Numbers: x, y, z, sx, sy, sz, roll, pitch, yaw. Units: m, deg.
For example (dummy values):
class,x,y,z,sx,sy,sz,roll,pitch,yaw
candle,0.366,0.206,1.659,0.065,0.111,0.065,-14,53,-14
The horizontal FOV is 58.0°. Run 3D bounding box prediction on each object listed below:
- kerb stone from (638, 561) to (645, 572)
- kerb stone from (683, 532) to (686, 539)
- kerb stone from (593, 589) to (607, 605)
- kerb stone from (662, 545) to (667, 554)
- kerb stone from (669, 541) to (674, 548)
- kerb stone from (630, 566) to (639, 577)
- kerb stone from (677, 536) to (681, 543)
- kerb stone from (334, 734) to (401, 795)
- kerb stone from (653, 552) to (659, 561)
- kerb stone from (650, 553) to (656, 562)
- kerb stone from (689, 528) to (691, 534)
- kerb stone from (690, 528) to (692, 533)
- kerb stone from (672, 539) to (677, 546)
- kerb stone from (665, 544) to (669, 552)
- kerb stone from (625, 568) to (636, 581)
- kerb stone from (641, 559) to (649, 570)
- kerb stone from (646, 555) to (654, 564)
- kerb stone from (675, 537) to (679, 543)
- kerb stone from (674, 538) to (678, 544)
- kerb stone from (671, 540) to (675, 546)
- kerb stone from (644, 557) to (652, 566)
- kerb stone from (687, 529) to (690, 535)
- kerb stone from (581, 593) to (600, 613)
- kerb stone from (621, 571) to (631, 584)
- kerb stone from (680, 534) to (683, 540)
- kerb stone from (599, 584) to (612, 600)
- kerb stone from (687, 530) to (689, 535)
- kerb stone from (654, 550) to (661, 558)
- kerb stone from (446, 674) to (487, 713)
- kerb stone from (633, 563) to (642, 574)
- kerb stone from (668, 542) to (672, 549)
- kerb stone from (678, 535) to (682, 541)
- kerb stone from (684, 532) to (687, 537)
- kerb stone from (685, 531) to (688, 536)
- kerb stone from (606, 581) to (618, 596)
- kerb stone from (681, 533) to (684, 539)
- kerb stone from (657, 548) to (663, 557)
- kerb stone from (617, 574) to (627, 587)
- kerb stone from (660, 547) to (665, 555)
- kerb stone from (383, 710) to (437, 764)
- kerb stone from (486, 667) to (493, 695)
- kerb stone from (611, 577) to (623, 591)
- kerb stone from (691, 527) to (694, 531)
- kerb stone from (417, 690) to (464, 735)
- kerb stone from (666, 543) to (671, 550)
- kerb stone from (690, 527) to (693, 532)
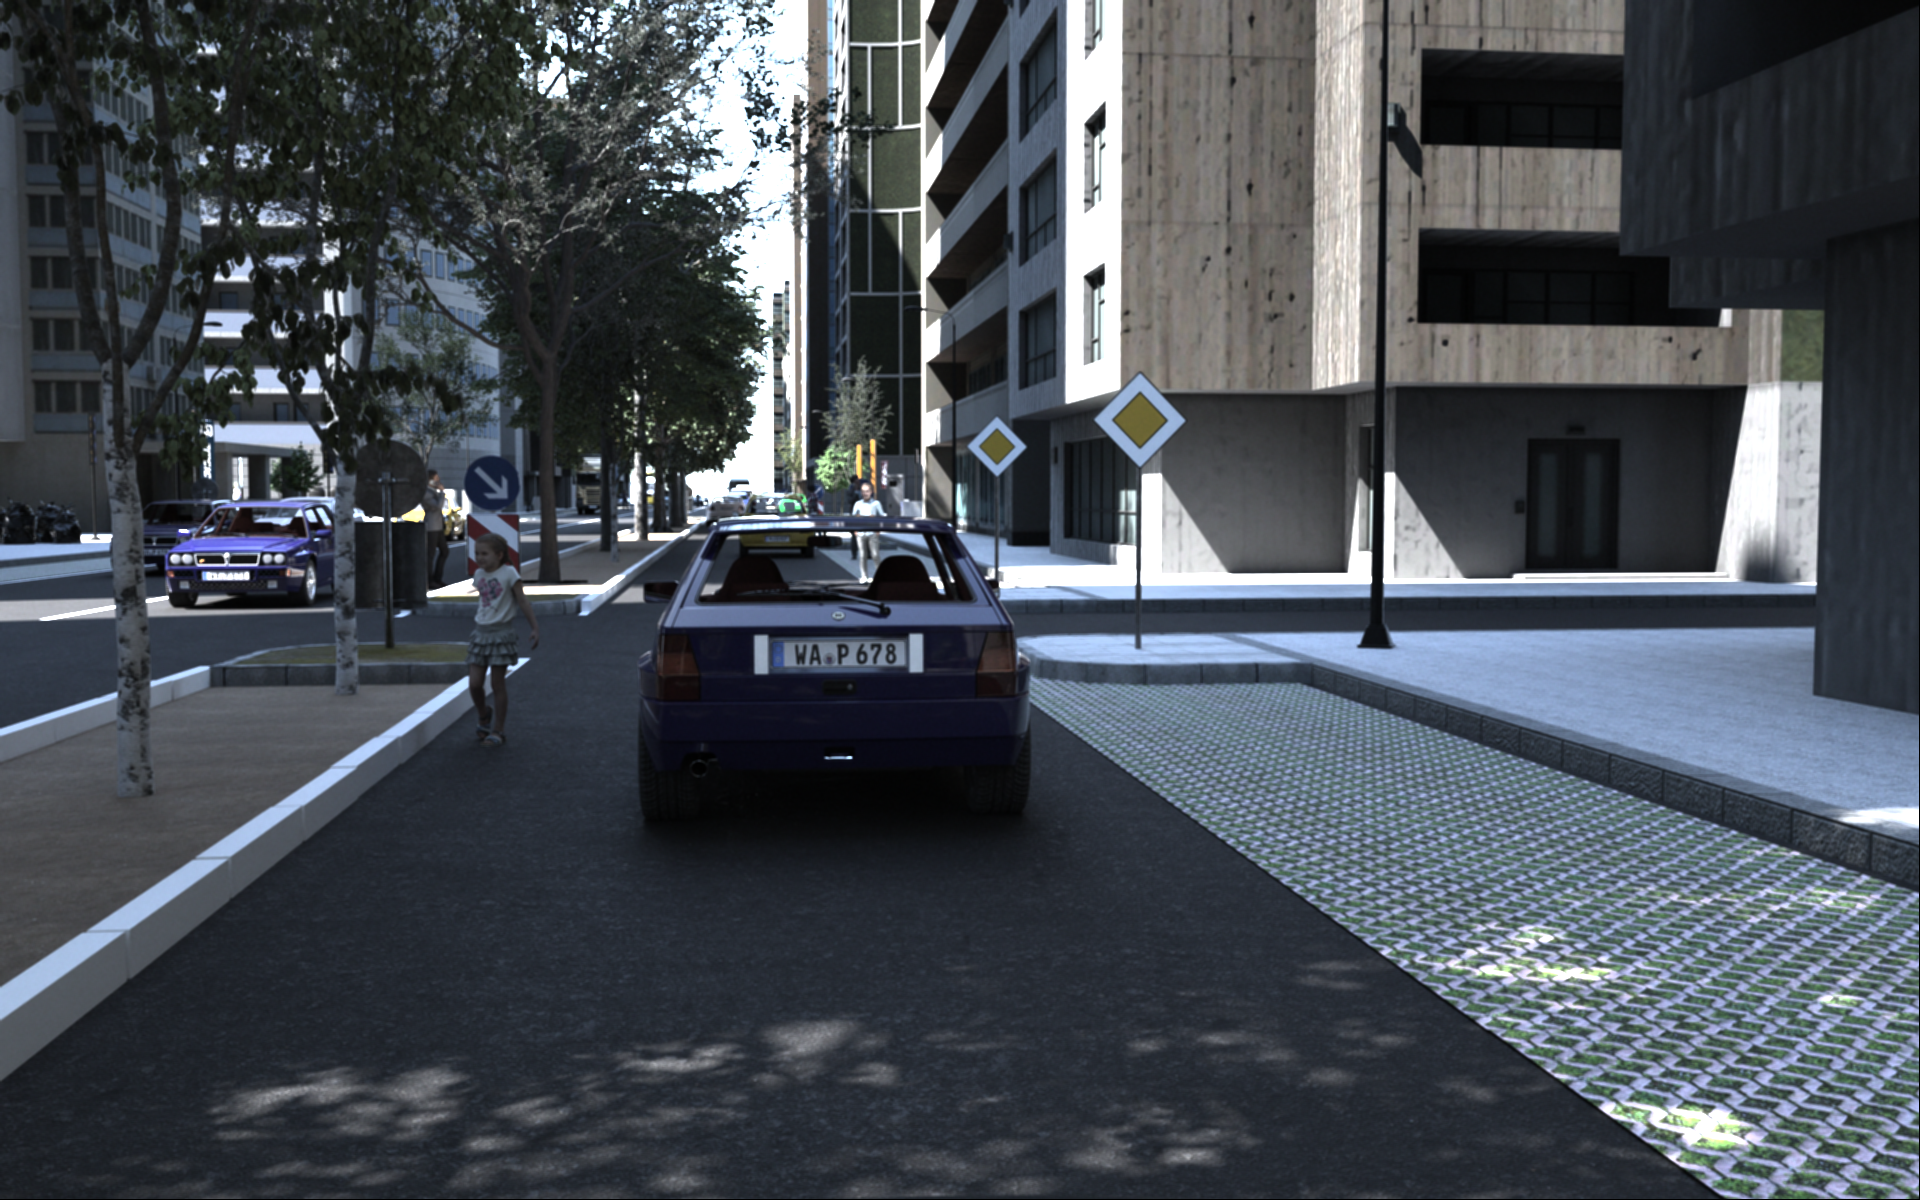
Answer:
class,x,y,z,sx,sy,sz,roll,pitch,yaw
kerb stone,-5.866,-0.573,31.557,0.120,0.150,1.000,0,4,-7
kerb stone,-8.700,-1.940,53.917,0.120,0.150,1.000,0,4,-7
kerb stone,-4.705,-0.011,22.407,0.120,0.150,1.000,0,4,-7
kerb stone,-7.021,-1.132,40.696,0.120,0.150,1.000,0,4,-7
kerb stone,-7.538,-1.381,44.769,0.120,0.150,1.000,0,4,-7
kerb stone,-5.612,-0.448,29.527,0.120,0.150,1.000,0,4,-7
kerb stone,-8.190,-1.692,49.856,0.120,0.150,1.000,0,4,-7
kerb stone,-2.964,0.828,8.651,0.120,0.150,1.000,0,4,-7
kerb stone,-6.515,-0.877,36.633,0.120,0.150,1.000,0,4,-7
kerb stone,-6.387,-0.821,35.618,0.120,0.150,1.000,0,4,-7
kerb stone,-9.471,-2.314,60.036,0.120,0.150,1.000,0,4,-7
kerb stone,-9.603,-2.375,61.049,0.120,0.150,1.000,0,4,-7
kerb stone,-7.798,-1.504,46.803,0.120,0.150,1.000,0,4,-7
kerb stone,-7.154,-1.194,41.721,0.120,0.150,1.000,0,4,-7
kerb stone,-5.473,-0.386,28.511,0.120,0.150,1.000,0,4,-7
kerb stone,-5.992,-0.629,32.571,0.120,0.150,1.000,0,4,-7
kerb stone,-6.251,-0.759,34.599,0.120,0.150,1.000,0,4,-7
kerb stone,-8.063,-1.627,48.842,0.120,0.150,1.000,0,4,-7
kerb stone,-7.928,-1.567,47.824,0.120,0.150,1.000,0,4,-7
kerb stone,-7.672,-1.443,45.789,0.120,0.150,1.000,0,4,-7
kerb stone,-6.116,-0.697,33.586,0.120,0.150,1.000,0,4,-7
kerb stone,-9.346,-2.247,59.021,0.120,0.150,1.000,0,4,-7
kerb stone,-4.575,0.049,21.389,0.120,0.150,1.000,0,4,-7
kerb stone,-5.351,-0.324,27.487,0.120,0.150,1.000,0,4,-7
kerb stone,-8.439,-1.814,51.890,0.120,0.150,1.000,0,4,-7
kerb stone,-4.836,-0.075,23.429,0.120,0.150,1.000,0,4,-7
kerb stone,-9.220,-2.190,58.003,0.120,0.150,1.000,0,4,-7
kerb stone,-6.632,-0.945,37.654,0.120,0.150,1.000,0,4,-7
kerb stone,-3.351,0.642,11.698,0.120,0.150,1.000,0,4,-7
kerb stone,-5.735,-0.511,30.543,0.120,0.150,1.000,0,4,-7
kerb stone,-7.410,-1.318,43.752,0.120,0.150,1.000,0,4,-7
kerb stone,-8.313,-1.750,50.872,0.120,0.150,1.000,0,4,-7
kerb stone,-8.832,-2.003,54.945,0.120,0.150,1.000,0,4,-7
kerb stone,-8.955,-2.066,55.967,0.120,0.150,1.000,0,4,-7
kerb stone,-4.963,-0.135,24.443,0.120,0.150,1.000,0,4,-7
kerb stone,-8.572,-1.878,52.903,0.120,0.150,1.000,0,4,-7
kerb stone,-6.771,-1.006,38.667,0.120,0.150,1.000,0,4,-7
kerb stone,-5.222,-0.262,26.473,0.120,0.150,1.000,0,4,-7
kerb stone,-6.891,-1.069,39.682,0.120,0.150,1.000,0,4,-7
kerb stone,-3.082,0.767,9.667,0.120,0.150,1.000,0,4,-7
kerb stone,-3.473,0.584,12.713,0.120,0.150,1.000,0,4,-7
kerb stone,-5.092,-0.200,25.459,0.120,0.150,1.000,0,4,-7
kerb stone,-9.864,-2.501,63.081,0.120,0.150,1.000,0,4,-7
kerb stone,-3.216,0.704,10.683,0.120,0.150,1.000,0,4,-7
kerb stone,-7.285,-1.252,42.738,0.120,0.150,1.000,0,4,-7
kerb stone,-9.737,-2.437,62.067,0.120,0.150,1.000,0,4,-7
